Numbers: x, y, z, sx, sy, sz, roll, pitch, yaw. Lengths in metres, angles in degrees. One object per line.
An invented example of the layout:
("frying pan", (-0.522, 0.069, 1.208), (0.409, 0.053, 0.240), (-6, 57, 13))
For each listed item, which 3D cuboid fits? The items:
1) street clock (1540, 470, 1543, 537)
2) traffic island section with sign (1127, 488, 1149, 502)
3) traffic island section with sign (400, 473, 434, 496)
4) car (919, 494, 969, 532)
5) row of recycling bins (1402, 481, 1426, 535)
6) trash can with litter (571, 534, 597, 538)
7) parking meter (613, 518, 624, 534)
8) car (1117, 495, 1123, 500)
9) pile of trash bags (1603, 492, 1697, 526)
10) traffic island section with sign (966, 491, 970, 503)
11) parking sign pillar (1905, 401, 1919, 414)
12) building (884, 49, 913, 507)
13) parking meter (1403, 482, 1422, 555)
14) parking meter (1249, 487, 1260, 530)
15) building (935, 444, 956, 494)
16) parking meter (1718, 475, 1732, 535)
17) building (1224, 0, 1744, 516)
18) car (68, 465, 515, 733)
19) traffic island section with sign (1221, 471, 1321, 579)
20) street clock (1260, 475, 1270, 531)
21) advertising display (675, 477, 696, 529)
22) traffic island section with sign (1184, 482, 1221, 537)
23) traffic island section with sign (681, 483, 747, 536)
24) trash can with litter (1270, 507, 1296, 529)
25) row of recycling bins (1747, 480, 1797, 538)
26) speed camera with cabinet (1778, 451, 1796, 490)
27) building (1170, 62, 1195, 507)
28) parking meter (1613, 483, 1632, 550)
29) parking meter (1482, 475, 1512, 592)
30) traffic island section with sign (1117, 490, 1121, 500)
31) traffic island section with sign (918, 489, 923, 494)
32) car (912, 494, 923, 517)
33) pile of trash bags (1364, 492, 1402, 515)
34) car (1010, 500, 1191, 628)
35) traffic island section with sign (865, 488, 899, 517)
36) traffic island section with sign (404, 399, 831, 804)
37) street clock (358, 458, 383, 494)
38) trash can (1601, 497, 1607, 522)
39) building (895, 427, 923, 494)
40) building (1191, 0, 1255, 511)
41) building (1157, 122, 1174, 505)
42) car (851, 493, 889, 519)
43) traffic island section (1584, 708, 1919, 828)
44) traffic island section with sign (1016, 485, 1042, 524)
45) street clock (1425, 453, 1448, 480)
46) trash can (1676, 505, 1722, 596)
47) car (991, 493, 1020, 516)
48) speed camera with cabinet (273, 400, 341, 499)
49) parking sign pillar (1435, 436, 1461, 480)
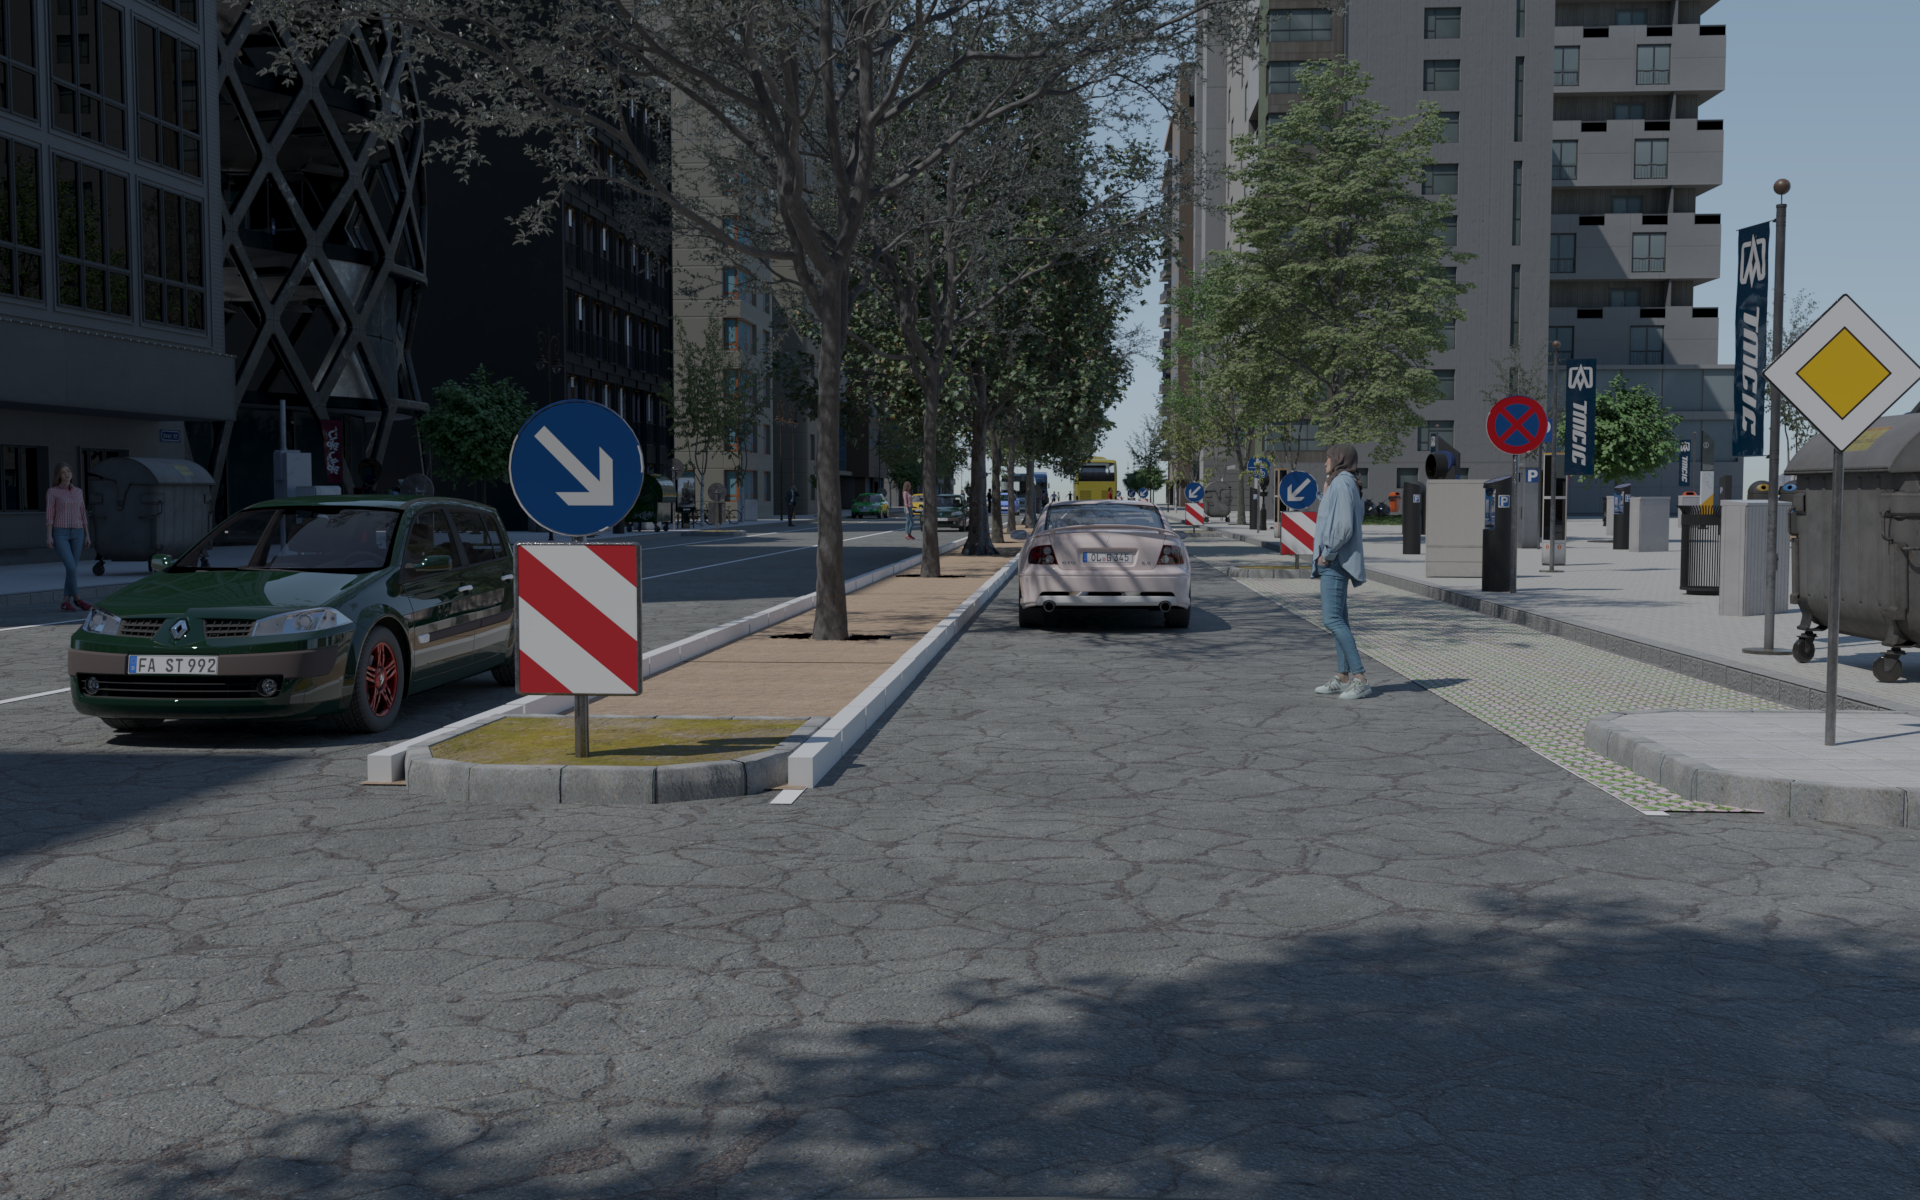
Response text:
("street clock", (17.253, -2.862, 51.357), (0.358, 2.002, 0.471), (-1, 4, -17))
("traffic island section with sign", (11.361, -6.116, 108.626), (1.989, 1.847, 2.006), (0, 4, 4))
("traffic island section with sign", (-10.404, -1.468, 32.626), (1.989, 1.847, 2.006), (0, 4, 4))
("car", (-0.531, -3.501, 67.028), (2.009, 1.686, 4.222), (0, 4, 5))
("row of recycling bins", (15.232, -2.836, 53.481), (1.069, 1.692, 3.534), (-3, 5, -43))
("trash can with litter", (-11.124, -2.440, 51.276), (1.055, 1.170, 0.624), (3, 5, 44))
("parking meter", (-11.022, -2.903, 55.867), (0.372, 1.533, 0.369), (0, 3, 0))
("car", (18.876, -12.203, 209.745), (2.015, 1.641, 3.980), (0, 4, 3))
("pile of trash bags", (27.114, -3.563, 68.009), (3.447, 1.369, 1.912), (1, 4, 16))
("traffic island section with sign", (1.087, -11.180, 191.423), (1.989, 1.847, 2.006), (0, 4, 4))
("parking sign pillar", (22.344, -3.176, 40.395), (1.447, 3.967, 1.447), (-2, 4, -33))
("building", (-15.617, -45.462, 181.552), (20.563, 71.187, 20.611), (0, 4, 4))
("parking meter", (9.608, -1.736, 36.803), (0.372, 1.533, 0.369), (0, 3, 0))
("parking meter", (10.610, -3.298, 62.333), (0.372, 1.533, 0.369), (0, 3, 0))
("building", (-15.419, -23.118, 223.014), (27.650, 21.520, 28.899), (0, 4, 4))
("parking meter", (23.838, -2.952, 53.979), (0.255, 1.863, 0.399), (0, 4, 0))
("building", (31.768, -31.966, 111.888), (28.713, 52.752, 27.495), (0, 4, 4))
("car", (-4.189, -0.116, 11.679), (2.009, 1.686, 4.222), (0, 4, 5))
("traffic island section with sign", (5.670, -1.311, 30.067), (1.989, 1.847, 2.006), (0, 4, 4))
("street clock", (10.658, -3.441, 60.822), (0.358, 2.002, 0.471), (-1, 4, -17))
("advertising display", (-10.191, -3.614, 64.295), (0.123, 1.923, 0.974), (2, 4, 34))
("traffic island section with sign", (7.689, -3.015, 57.921), (1.989, 1.847, 2.006), (0, 4, 4))
("traffic island section with sign", (-8.439, -3.128, 59.778), (1.989, 1.847, 2.006), (0, 4, 4))
("trash can with litter", (11.759, -3.217, 63.651), (2.233, 1.210, 1.678), (0, 4, -1))
("row of recycling bins", (24.976, -2.686, 51.021), (1.069, 1.692, 3.534), (-3, 5, -42))
("speed camera with cabinet", (38.523, -5.206, 79.449), (2.038, 3.252, 0.660), (0, 4, -4))
("building", (28.876, -32.210, 176.751), (14.600, 45.320, 14.200), (0, 4, 4))
("parking meter", (15.295, -1.932, 40.004), (0.372, 1.533, 0.369), (0, 3, 0))
("parking meter", (7.071, -0.879, 22.789), (0.372, 1.533, 0.369), (0, 3, 0))
("traffic island section with sign", (13.295, -7.763, 135.558), (1.989, 1.847, 2.006), (0, 4, 4))
("traffic island section with sign", (-2.931, -7.787, 135.940), (1.989, 1.847, 2.006), (0, 4, 4))
("car", (-2.335, -5.916, 106.956), (2.015, 1.641, 3.980), (0, 4, 4))
("pile of trash bags", (18.681, -4.176, 78.034), (3.447, 1.369, 1.912), (-3, 4, -39))
("car", (1.610, -0.466, 19.978), (2.083, 1.381, 4.827), (0, 4, 3))
("traffic island section with sign", (-4.891, -6.131, 108.866), (1.989, 1.847, 2.006), (0, 4, 4))
("traffic island section with sign", (-1.792, -0.051, 8.964), (2.006, 1.907, 1.989), (0, 4, 4))
("street clock", (-11.815, -1.845, 34.735), (0.471, 2.002, 0.358), (-1, 4, -18))
("trash can", (28.765, -3.975, 76.652), (0.748, 1.137, 0.748), (0, 3, 0))
("building", (-10.832, -33.624, 199.856), (14.600, 45.320, 14.200), (0, 4, 4))
("building", (29.507, -36.575, 140.007), (21.231, 58.520, 28.212), (0, 4, 4))
("building", (34.423, -33.232, 197.962), (22.147, 44.769, 28.867), (0, 4, 4))
("car", (-5.261, -5.661, 101.357), (1.959, 1.807, 4.718), (0, 4, 5))
("traffic island section", (4.462, 0.821, 8.853), (2.009, 0.180, 2.903), (0, 4, 4))
("traffic island section with sign", (3.621, -4.634, 83.908), (2.006, 1.907, 1.989), (0, 4, 4))
("street clock", (8.492, -1.610, 30.901), (0.358, 2.002, 0.471), (-1, 4, -10))
("trash can", (9.508, -0.637, 22.065), (0.748, 1.137, 0.748), (0, 3, 0))
("car", (3.078, -6.513, 116.072), (1.945, 1.707, 3.694), (0, 4, 6))
("speed camera with cabinet", (-13.619, -2.556, 36.122), (0.660, 3.252, 2.038), (-3, 5, -44))
("parking sign pillar", (21.700, -5.442, 77.447), (1.447, 3.967, 1.447), (-3, 4, -37))
